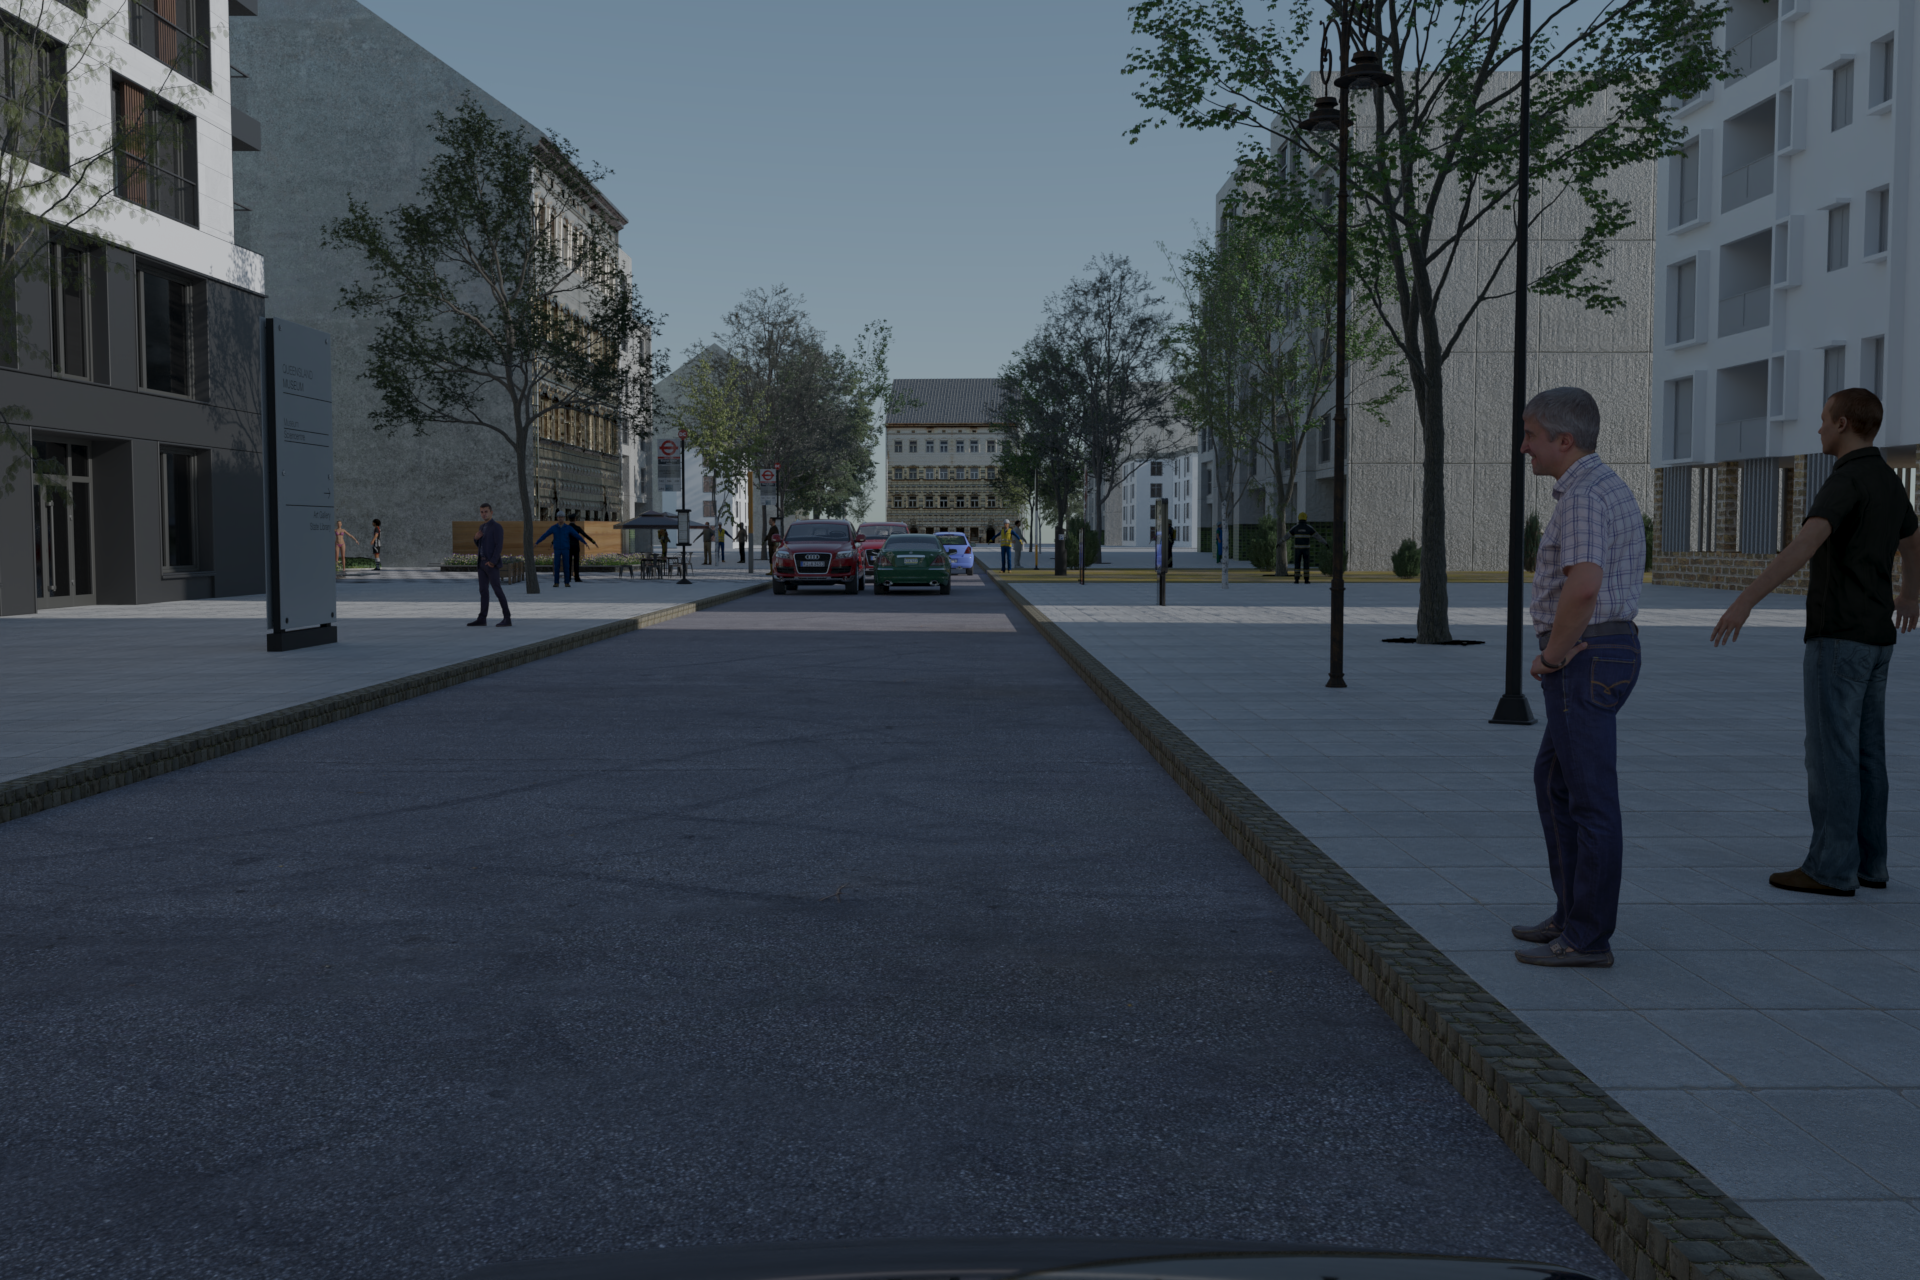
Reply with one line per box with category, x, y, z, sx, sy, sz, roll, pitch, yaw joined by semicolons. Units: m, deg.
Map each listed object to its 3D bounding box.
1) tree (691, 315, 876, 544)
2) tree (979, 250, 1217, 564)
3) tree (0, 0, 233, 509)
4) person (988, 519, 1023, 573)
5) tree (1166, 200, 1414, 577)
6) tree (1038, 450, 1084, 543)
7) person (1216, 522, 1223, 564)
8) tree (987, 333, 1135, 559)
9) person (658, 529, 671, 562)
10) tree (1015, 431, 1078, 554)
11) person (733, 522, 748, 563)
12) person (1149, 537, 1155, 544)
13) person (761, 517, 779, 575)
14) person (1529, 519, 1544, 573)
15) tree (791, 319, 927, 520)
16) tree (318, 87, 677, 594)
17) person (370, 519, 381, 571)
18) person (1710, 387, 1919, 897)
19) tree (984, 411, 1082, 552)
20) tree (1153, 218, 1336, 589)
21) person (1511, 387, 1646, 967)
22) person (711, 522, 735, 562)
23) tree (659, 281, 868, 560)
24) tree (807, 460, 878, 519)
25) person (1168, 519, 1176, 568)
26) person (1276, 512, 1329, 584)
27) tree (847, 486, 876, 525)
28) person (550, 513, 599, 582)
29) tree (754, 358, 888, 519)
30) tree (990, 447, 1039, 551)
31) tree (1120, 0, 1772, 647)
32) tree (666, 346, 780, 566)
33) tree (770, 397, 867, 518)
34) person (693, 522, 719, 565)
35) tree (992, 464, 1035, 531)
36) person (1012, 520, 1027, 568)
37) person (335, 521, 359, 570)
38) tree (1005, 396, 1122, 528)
tree;-10.212;-11.493;98.276;12.009;13.543;11.850;0;3;0
tree;6.103;-10.036;74.459;12.009;13.543;11.850;0;3;0
tree;-9.543;-3.977;15.380;4.360;8.622;3.978;0;3;0
person;1.505;-3.109;57.294;1.216;1.772;0.721;1;4;22
tree;9.908;-7.745;52.386;9.928;11.665;9.643;0;3;0
tree;15.012;-20.389;240.010;9.857;13.997;8.962;0;3;0
person;11.121;-4.151;73.992;0.704;1.817;1.347;1;4;17
tree;5.242;-9.959;88.591;9.928;11.665;9.643;0;3;0
person;-12.899;-4.279;75.731;0.705;1.858;1.354;0;4;2
tree;5.260;-9.738;109.576;4.737;8.622;4.395;0;3;0
person;-9.654;-4.300;76.436;0.705;1.813;1.348;-2;4;-33
person;9.501;-4.500;82.844;0.991;1.433;0.599;2;4;24
person;-5.853;-2.920;53.874;0.704;1.812;1.346;-2;4;-26
person;19.140;-3.162;57.556;1.347;1.847;0.705;-1;4;-16
tree;-8.699;-18.065;151.253;12.611;20.169;13.585;0;3;0
tree;-9.531;-6.273;36.980;7.601;10.594;8.767;0;4;0
person;-20.538;-3.347;60.872;0.704;1.843;1.345;-1;4;-14
person;3.175;-0.002;6.250;1.348;1.803;0.705;-3;4;-37
tree;5.309;-11.482;122.135;7.601;10.594;8.767;-2;4;-26
tree;6.182;-5.518;40.581;4.360;8.622;3.978;0;3;0
person;1.791;0.112;5.145;0.436;1.711;0.756;3;4;37
person;-10.895;-4.451;78.737;1.349;1.833;0.705;-1;4;-14
tree;-9.516;-10.640;84.341;12.009;13.543;11.850;0;3;0
tree;-10.242;-12.428;137.611;8.767;10.594;7.601;1;4;16
person;7.903;-3.666;65.714;0.705;1.856;1.354;2;4;28
person;8.839;-2.382;44.711;1.351;1.858;0.704;1;4;15
tree;-13.946;-17.868;242.497;4.737;8.622;4.395;0;3;0
person;-10.309;-2.461;46.166;1.347;1.837;0.705;1;4;9
tree;-9.678;-12.854;116.819;9.857;13.997;8.962;0;3;0
tree;4.638;-11.150;132.664;4.737;8.622;4.395;0;3;0
tree;5.392;-5.765;20.013;9.928;11.665;9.643;0;3;0
tree;-9.479;-7.253;68.945;4.737;8.622;4.395;0;3;0
tree;-10.679;-12.433;129.042;9.928;11.665;9.643;0;3;0
person;-10.545;-4.032;72.202;1.348;1.796;0.705;2;4;31
tree;5.083;-12.333;152.010;4.360;8.622;3.978;0;3;0
person;2.215;-3.629;65.517;0.705;1.806;1.347;1;4;22
person;-20.794;-3.135;58.067;1.217;1.733;0.721;-2;4;-24
tree;6.025;-10.017;98.186;7.601;10.594;8.767;-2;4;-34
